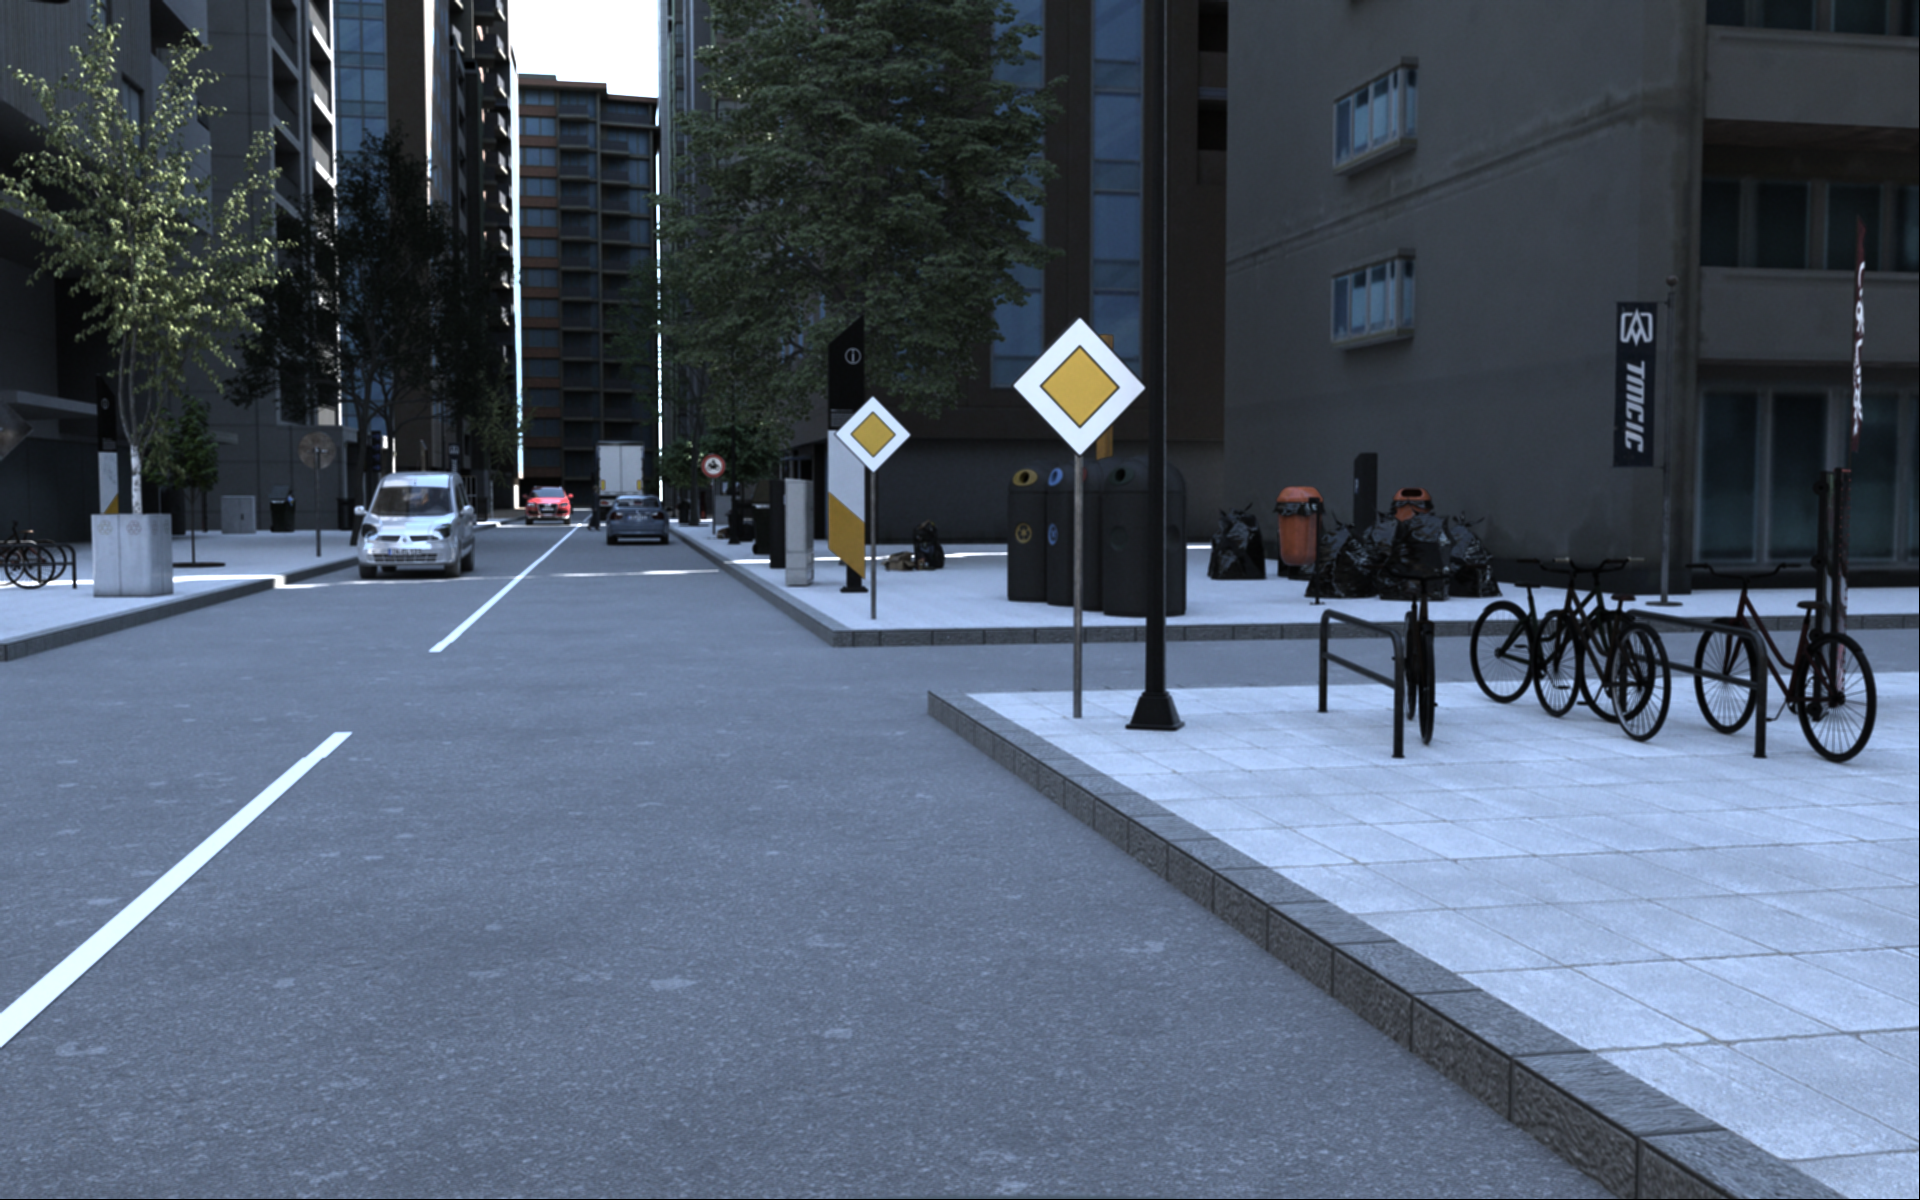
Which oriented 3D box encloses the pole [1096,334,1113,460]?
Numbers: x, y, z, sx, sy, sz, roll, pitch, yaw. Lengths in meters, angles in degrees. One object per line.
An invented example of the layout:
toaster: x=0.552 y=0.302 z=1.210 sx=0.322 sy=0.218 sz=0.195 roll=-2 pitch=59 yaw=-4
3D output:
pole: x=1.858 y=-1.739 z=22.274 sx=0.158 sy=3.312 sz=0.155 roll=0 pitch=3 yaw=0

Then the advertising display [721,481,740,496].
advertising display: x=-11.149 y=-4.825 z=84.110 sx=0.974 sy=1.923 sz=0.123 roll=-2 pitch=4 yaw=-31

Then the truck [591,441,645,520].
truck: x=-19.224 y=-6.632 z=97.342 sx=2.839 sy=4.237 sz=11.283 roll=-1 pitch=4 yaw=-13

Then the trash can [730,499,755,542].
trash can: x=-5.841 y=-2.154 z=46.877 sx=0.748 sy=1.137 sz=0.748 roll=0 pitch=3 yaw=0

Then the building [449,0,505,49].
building: x=-45.563 y=-29.026 z=129.205 sx=22.147 sy=44.769 sz=28.867 roll=-1 pitch=4 yaw=-11

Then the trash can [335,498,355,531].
trash can: x=-21.563 y=-3.013 z=60.918 sx=0.748 sy=1.137 sz=0.748 roll=0 pitch=3 yaw=0

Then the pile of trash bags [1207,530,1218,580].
pile of trash bags: x=5.406 y=-1.011 z=26.279 sx=3.447 sy=1.369 sz=1.912 roll=1 pitch=4 yaw=18

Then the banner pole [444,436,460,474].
banner pole: x=-21.834 y=-5.153 z=74.270 sx=0.863 sy=3.779 sz=0.401 roll=-1 pitch=4 yaw=-17

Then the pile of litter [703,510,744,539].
pile of litter: x=-6.502 y=-2.196 z=49.871 sx=1.719 sy=0.858 sz=1.176 roll=1 pitch=4 yaw=9

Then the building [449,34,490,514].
building: x=-37.452 y=-20.603 z=108.560 sx=14.160 sy=30.474 sz=14.107 roll=-1 pitch=4 yaw=-11

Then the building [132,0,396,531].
building: x=-33.962 y=-38.499 z=67.714 sx=20.563 sy=71.187 sz=20.611 roll=-1 pitch=4 yaw=-11

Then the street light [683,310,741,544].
street light: x=-6.309 y=-4.372 z=44.021 sx=1.470 sy=5.913 sz=1.316 roll=-1 pitch=4 yaw=-11

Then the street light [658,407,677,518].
street light: x=-15.662 y=-7.267 z=91.349 sx=1.470 sy=5.913 sz=1.316 roll=-1 pitch=4 yaw=-11

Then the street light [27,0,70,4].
street light: x=-8.867 y=-2.655 z=15.952 sx=1.470 sy=5.913 sz=1.316 roll=-1 pitch=4 yaw=-11

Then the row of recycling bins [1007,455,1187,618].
row of recycling bins: x=1.519 y=-0.766 z=19.638 sx=1.069 sy=1.692 sz=3.534 roll=-1 pitch=4 yaw=-21

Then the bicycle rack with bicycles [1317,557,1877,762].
bicycle rack with bicycles: x=3.149 y=0.241 z=9.445 sx=2.852 sy=0.926 sz=2.925 roll=0 pitch=4 yaw=1

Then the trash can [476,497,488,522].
trash can: x=-21.923 y=-4.128 z=79.148 sx=0.748 sy=1.137 sz=0.748 roll=0 pitch=3 yaw=0

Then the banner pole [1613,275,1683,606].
banner pole: x=7.895 y=-1.826 z=19.875 sx=0.863 sy=3.779 sz=0.401 roll=0 pitch=4 yaw=0

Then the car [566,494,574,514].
car: x=-28.463 y=-6.930 z=123.085 sx=2.009 sy=1.686 sz=4.222 roll=-1 pitch=4 yaw=-9

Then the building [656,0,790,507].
building: x=-21.976 y=-45.788 z=186.878 sx=20.611 sy=71.187 sz=20.563 roll=-1 pitch=4 yaw=-11

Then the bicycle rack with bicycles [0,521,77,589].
bicycle rack with bicycles: x=-13.463 y=-0.621 z=23.543 sx=2.925 sy=0.926 sz=2.852 roll=-3 pitch=5 yaw=-40

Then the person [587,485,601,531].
person: x=-14.317 y=-3.607 z=67.898 sx=0.576 sy=1.772 sz=0.534 roll=3 pitch=5 yaw=44

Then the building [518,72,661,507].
building: x=-46.243 y=-32.310 z=182.884 sx=28.867 sy=44.769 sz=22.147 roll=-1 pitch=4 yaw=-11

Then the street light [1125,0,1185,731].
street light: x=0.543 y=-2.246 z=9.260 sx=1.470 sy=5.913 sz=1.316 roll=-1 pitch=4 yaw=-11

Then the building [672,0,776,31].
building: x=-16.554 y=-28.111 z=143.217 sx=14.154 sy=41.232 sz=14.086 roll=-1 pitch=4 yaw=-11

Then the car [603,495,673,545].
car: x=-9.352 y=-2.344 z=50.333 sx=2.014 sy=1.417 sz=4.499 roll=-1 pitch=4 yaw=-10

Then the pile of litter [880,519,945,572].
pile of litter: x=-0.842 y=-0.952 z=29.531 sx=1.176 sy=0.858 sz=1.719 roll=2 pitch=4 yaw=28

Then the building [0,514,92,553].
building: x=-32.401 y=-27.283 z=35.315 sx=28.713 sy=52.752 sz=27.495 roll=-1 pitch=4 yaw=-11

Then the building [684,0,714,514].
building: x=-8.899 y=-35.516 z=122.686 sx=21.231 sy=58.520 sz=28.212 roll=-1 pitch=4 yaw=-11

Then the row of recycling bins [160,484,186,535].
row of recycling bins: x=-26.023 y=-2.859 z=53.852 sx=3.534 sy=1.692 sz=1.069 roll=-1 pitch=4 yaw=-22

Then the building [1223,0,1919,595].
building: x=16.707 y=-25.028 z=32.916 sx=21.600 sy=48.544 sz=21.300 roll=-1 pitch=4 yaw=-11

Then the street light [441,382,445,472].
street light: x=-18.299 y=-5.543 z=63.176 sx=1.470 sy=5.913 sz=1.316 roll=-1 pitch=4 yaw=-11

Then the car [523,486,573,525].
car: x=-19.286 y=-4.429 z=81.079 sx=2.281 sy=1.827 sz=5.304 roll=-1 pitch=4 yaw=-13

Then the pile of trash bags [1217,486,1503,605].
pile of trash bags: x=5.049 y=-0.702 z=21.228 sx=3.447 sy=1.369 sz=1.912 roll=-3 pitch=5 yaw=-42

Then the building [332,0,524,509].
building: x=-46.333 y=-30.719 z=152.361 sx=14.200 sy=45.320 sz=14.600 roll=-1 pitch=4 yaw=-11

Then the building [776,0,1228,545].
building: x=2.171 y=-24.473 z=50.237 sx=14.600 sy=45.320 sz=14.200 roll=-1 pitch=4 yaw=-11
